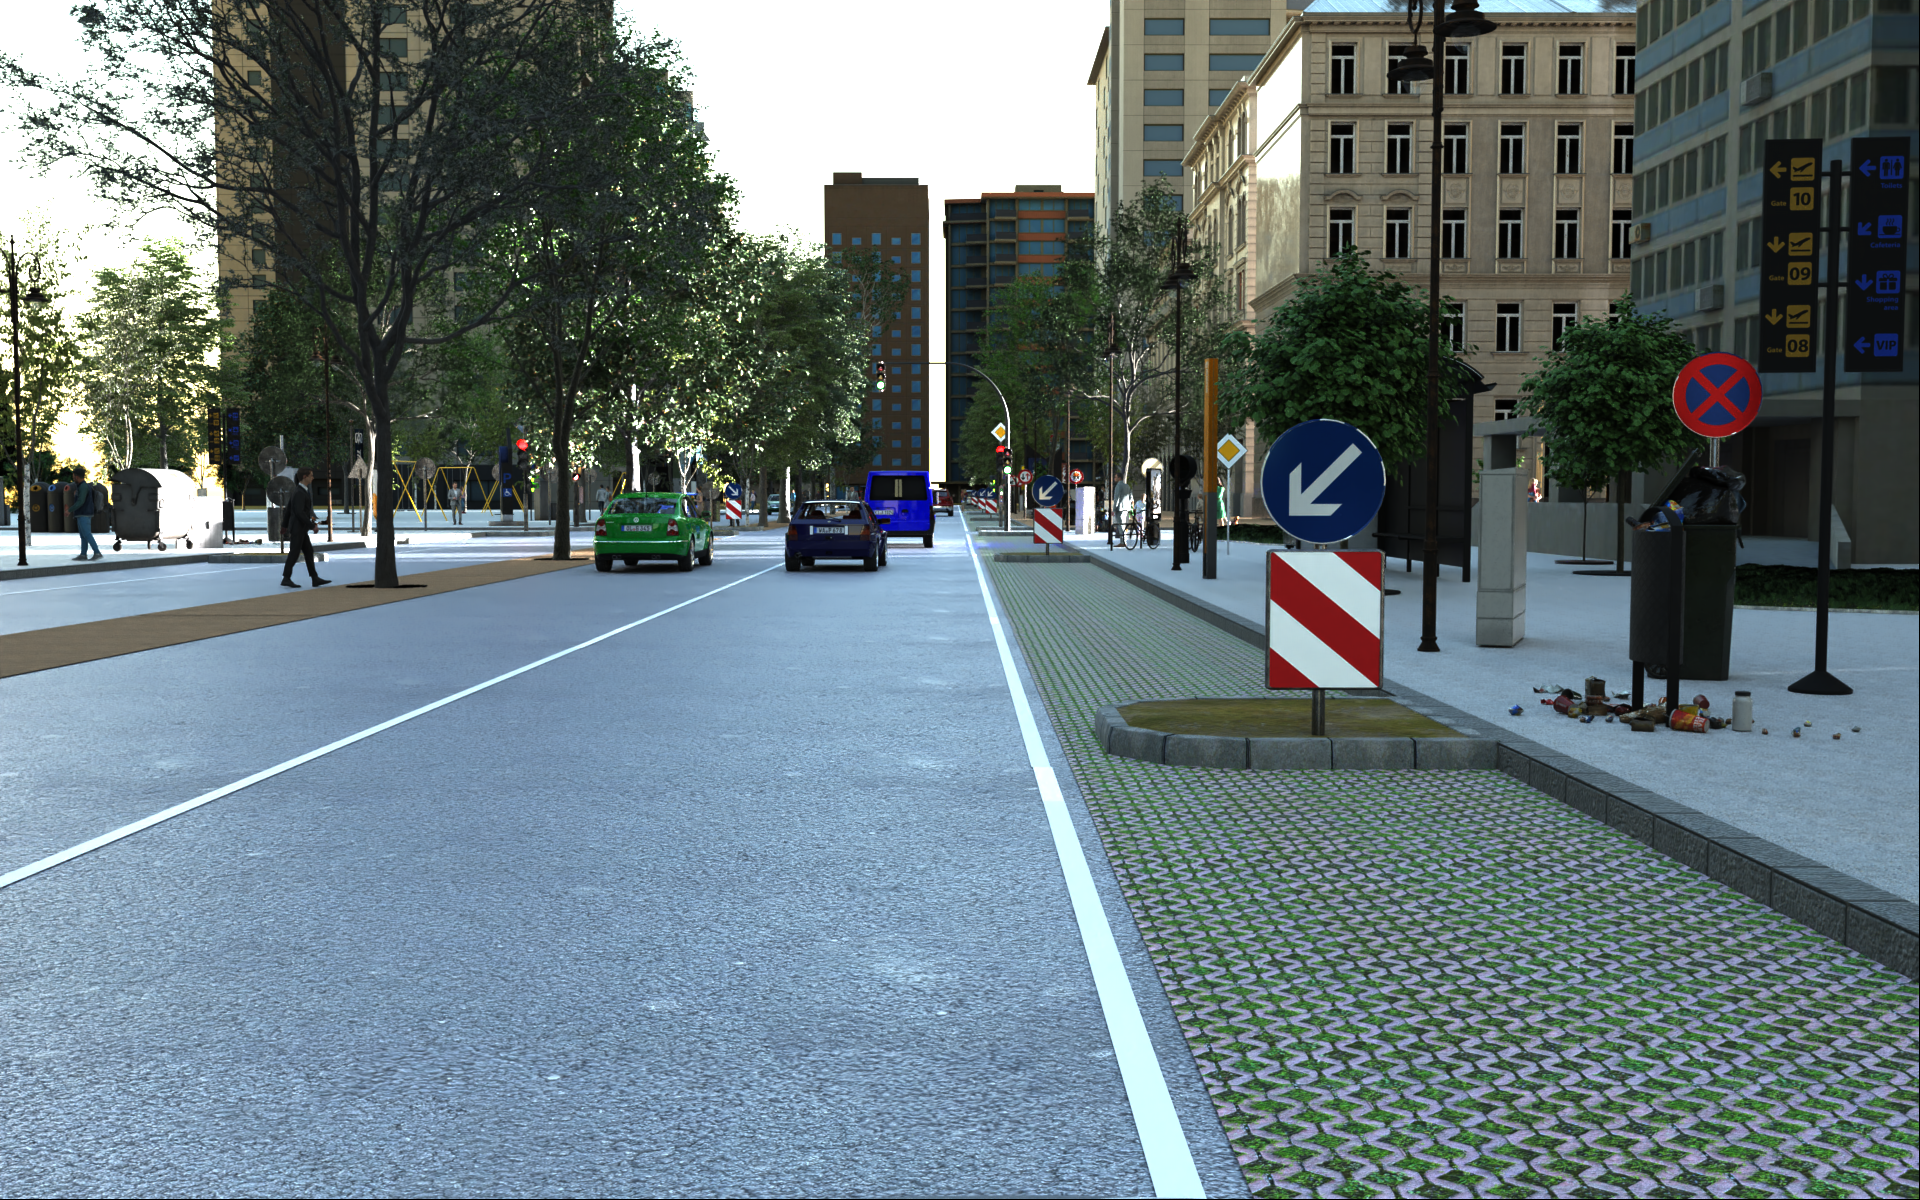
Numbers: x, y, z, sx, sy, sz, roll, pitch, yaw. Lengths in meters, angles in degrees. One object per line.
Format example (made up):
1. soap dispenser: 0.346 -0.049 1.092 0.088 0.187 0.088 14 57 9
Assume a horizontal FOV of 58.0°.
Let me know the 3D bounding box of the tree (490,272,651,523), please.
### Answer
1. tree: -17.504 -9.767 77.812 7.486 12.596 7.792 0 3 0

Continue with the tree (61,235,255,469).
1. tree: -34.927 -9.641 75.750 7.486 12.596 7.792 0 3 0

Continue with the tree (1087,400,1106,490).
1. tree: 11.237 -9.823 110.971 4.360 8.622 3.978 0 3 0

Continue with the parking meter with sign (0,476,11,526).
1. parking meter with sign: -38.781 -4.488 69.644 0.543 3.016 1.738 0 4 -8

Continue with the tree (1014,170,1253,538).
1. tree: 4.964 -7.055 49.759 7.601 10.594 8.767 1 4 11

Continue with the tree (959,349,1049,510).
1. tree: 3.794 -13.270 135.094 7.486 12.596 7.792 0 3 0

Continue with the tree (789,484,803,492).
1. tree: -18.476 -12.386 197.109 1.663 3.219 1.824 0 3 0

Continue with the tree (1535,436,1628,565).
1. tree: 11.510 -2.286 31.970 1.663 3.219 1.824 0 3 0

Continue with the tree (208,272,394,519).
1. tree: -34.022 -10.573 89.878 9.611 12.733 9.660 0 3 0

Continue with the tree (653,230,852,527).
1. tree: -8.568 -9.413 74.491 7.486 12.596 7.792 0 3 0

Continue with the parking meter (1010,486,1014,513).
1. parking meter: 3.560 -6.912 118.725 0.255 1.863 0.399 -1 4 -13

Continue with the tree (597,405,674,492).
1. tree: -17.811 -9.049 98.321 4.360 8.622 3.978 0 3 0

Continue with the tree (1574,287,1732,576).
1. tree: 10.534 -2.689 27.678 4.285 4.588 4.351 0 3 0

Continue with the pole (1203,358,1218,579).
1. pole: 3.780 -1.975 26.142 0.158 3.312 0.155 0 3 0

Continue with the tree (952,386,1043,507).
1. tree: 4.081 -16.580 177.739 9.857 13.997 8.962 0 3 0

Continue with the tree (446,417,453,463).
1. tree: -41.670 -11.387 136.545 4.360 8.622 3.978 0 3 0

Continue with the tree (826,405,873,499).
1. tree: -8.518 -10.832 129.921 4.360 8.622 3.978 0 3 0

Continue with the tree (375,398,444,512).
1. tree: -37.807 -10.427 120.836 4.737 8.622 4.395 0 3 0

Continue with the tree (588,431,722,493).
1. tree: -18.056 -10.545 106.830 7.601 10.594 8.767 0 4 4

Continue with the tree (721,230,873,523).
1. tree: -8.618 -10.714 84.292 9.857 13.997 8.962 0 3 0

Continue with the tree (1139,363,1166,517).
1. tree: 11.432 -8.107 82.916 4.360 8.622 3.978 0 3 0

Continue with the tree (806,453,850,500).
1. tree: -8.708 -9.757 112.350 4.737 8.622 4.395 0 3 0

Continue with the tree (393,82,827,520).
1. tree: -8.883 -7.785 46.757 9.611 12.733 9.660 0 3 0

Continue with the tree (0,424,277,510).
1. tree: -62.275 -10.280 130.983 11.467 7.101 20.602 2 4 30

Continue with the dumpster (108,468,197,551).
1. dumpster: -18.359 -2.057 39.385 1.264 1.857 1.865 0 3 0

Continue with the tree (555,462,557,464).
1. tree: -30.636 -12.394 137.047 8.767 10.594 7.601 0 4 3

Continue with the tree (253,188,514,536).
1. tree: -17.764 -7.221 52.475 7.601 10.594 8.767 0 4 -1

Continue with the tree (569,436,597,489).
1. tree: -25.515 -10.176 116.745 4.360 8.622 3.978 0 3 0

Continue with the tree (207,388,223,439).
1. tree: -44.457 -9.206 100.880 4.360 8.622 3.978 0 3 0

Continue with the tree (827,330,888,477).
1. tree: -8.865 -10.733 94.956 9.611 12.733 9.660 0 3 0

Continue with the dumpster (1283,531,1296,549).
1. dumpster: 6.619 -1.779 31.573 1.502 2.255 1.985 0 4 0

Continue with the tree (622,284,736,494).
1. tree: -8.642 -6.197 54.143 4.737 8.622 4.395 0 3 0

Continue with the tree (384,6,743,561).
1. tree: -8.487 -6.650 36.940 9.928 11.665 9.643 0 3 0

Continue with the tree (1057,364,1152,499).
1. tree: 7.974 -8.705 92.694 4.737 8.622 4.395 0 3 0

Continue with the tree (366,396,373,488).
1. tree: -43.627 -10.980 129.879 4.737 8.622 4.395 0 3 0

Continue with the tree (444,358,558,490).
1. tree: -24.279 -8.640 91.631 4.737 8.622 4.395 0 3 0

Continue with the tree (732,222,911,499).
1. tree: -10.094 -16.064 120.995 12.611 20.169 13.585 0 3 0

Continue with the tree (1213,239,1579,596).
1. tree: 5.059 -2.361 22.309 4.285 4.588 4.351 0 3 0

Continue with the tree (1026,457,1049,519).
1. tree: 4.263 -5.819 89.743 1.663 3.219 1.824 0 3 0

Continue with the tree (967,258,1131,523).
1. tree: 4.094 -9.165 75.598 9.928 11.665 9.643 0 3 0

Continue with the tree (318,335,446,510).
1. tree: -25.667 -7.681 75.950 4.360 8.622 3.978 0 3 0

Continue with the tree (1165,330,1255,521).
1. tree: 11.740 -7.747 77.027 4.360 8.622 3.978 0 3 0

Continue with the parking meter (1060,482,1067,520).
1. parking meter: 5.261 -4.968 86.939 0.399 1.863 0.255 -1 4 -14

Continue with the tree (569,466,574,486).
1. tree: -23.623 -9.032 98.035 4.737 8.622 4.395 0 3 0

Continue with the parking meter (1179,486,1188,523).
1. parking meter: 7.289 -3.107 56.510 0.255 1.863 0.399 0 4 -3

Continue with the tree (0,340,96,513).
1. tree: -67.749 -13.014 114.598 18.604 14.587 13.155 0 4 3

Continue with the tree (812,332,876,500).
1. tree: -8.840 -10.803 104.840 9.928 11.665 9.643 0 3 0

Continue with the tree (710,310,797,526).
1. tree: -8.442 -7.081 68.600 4.360 8.622 3.978 0 3 0

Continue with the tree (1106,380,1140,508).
1. tree: 10.497 -9.012 97.708 4.360 8.622 3.978 0 3 0

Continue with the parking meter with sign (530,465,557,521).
1. parking meter with sign: -20.359 -5.390 84.379 0.543 3.016 1.738 2 4 27

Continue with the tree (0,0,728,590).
1. tree: -8.707 -6.912 25.834 12.009 13.543 11.850 0 3 0

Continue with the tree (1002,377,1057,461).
1. tree: 4.588 -9.472 105.223 4.737 8.622 4.395 0 3 0
